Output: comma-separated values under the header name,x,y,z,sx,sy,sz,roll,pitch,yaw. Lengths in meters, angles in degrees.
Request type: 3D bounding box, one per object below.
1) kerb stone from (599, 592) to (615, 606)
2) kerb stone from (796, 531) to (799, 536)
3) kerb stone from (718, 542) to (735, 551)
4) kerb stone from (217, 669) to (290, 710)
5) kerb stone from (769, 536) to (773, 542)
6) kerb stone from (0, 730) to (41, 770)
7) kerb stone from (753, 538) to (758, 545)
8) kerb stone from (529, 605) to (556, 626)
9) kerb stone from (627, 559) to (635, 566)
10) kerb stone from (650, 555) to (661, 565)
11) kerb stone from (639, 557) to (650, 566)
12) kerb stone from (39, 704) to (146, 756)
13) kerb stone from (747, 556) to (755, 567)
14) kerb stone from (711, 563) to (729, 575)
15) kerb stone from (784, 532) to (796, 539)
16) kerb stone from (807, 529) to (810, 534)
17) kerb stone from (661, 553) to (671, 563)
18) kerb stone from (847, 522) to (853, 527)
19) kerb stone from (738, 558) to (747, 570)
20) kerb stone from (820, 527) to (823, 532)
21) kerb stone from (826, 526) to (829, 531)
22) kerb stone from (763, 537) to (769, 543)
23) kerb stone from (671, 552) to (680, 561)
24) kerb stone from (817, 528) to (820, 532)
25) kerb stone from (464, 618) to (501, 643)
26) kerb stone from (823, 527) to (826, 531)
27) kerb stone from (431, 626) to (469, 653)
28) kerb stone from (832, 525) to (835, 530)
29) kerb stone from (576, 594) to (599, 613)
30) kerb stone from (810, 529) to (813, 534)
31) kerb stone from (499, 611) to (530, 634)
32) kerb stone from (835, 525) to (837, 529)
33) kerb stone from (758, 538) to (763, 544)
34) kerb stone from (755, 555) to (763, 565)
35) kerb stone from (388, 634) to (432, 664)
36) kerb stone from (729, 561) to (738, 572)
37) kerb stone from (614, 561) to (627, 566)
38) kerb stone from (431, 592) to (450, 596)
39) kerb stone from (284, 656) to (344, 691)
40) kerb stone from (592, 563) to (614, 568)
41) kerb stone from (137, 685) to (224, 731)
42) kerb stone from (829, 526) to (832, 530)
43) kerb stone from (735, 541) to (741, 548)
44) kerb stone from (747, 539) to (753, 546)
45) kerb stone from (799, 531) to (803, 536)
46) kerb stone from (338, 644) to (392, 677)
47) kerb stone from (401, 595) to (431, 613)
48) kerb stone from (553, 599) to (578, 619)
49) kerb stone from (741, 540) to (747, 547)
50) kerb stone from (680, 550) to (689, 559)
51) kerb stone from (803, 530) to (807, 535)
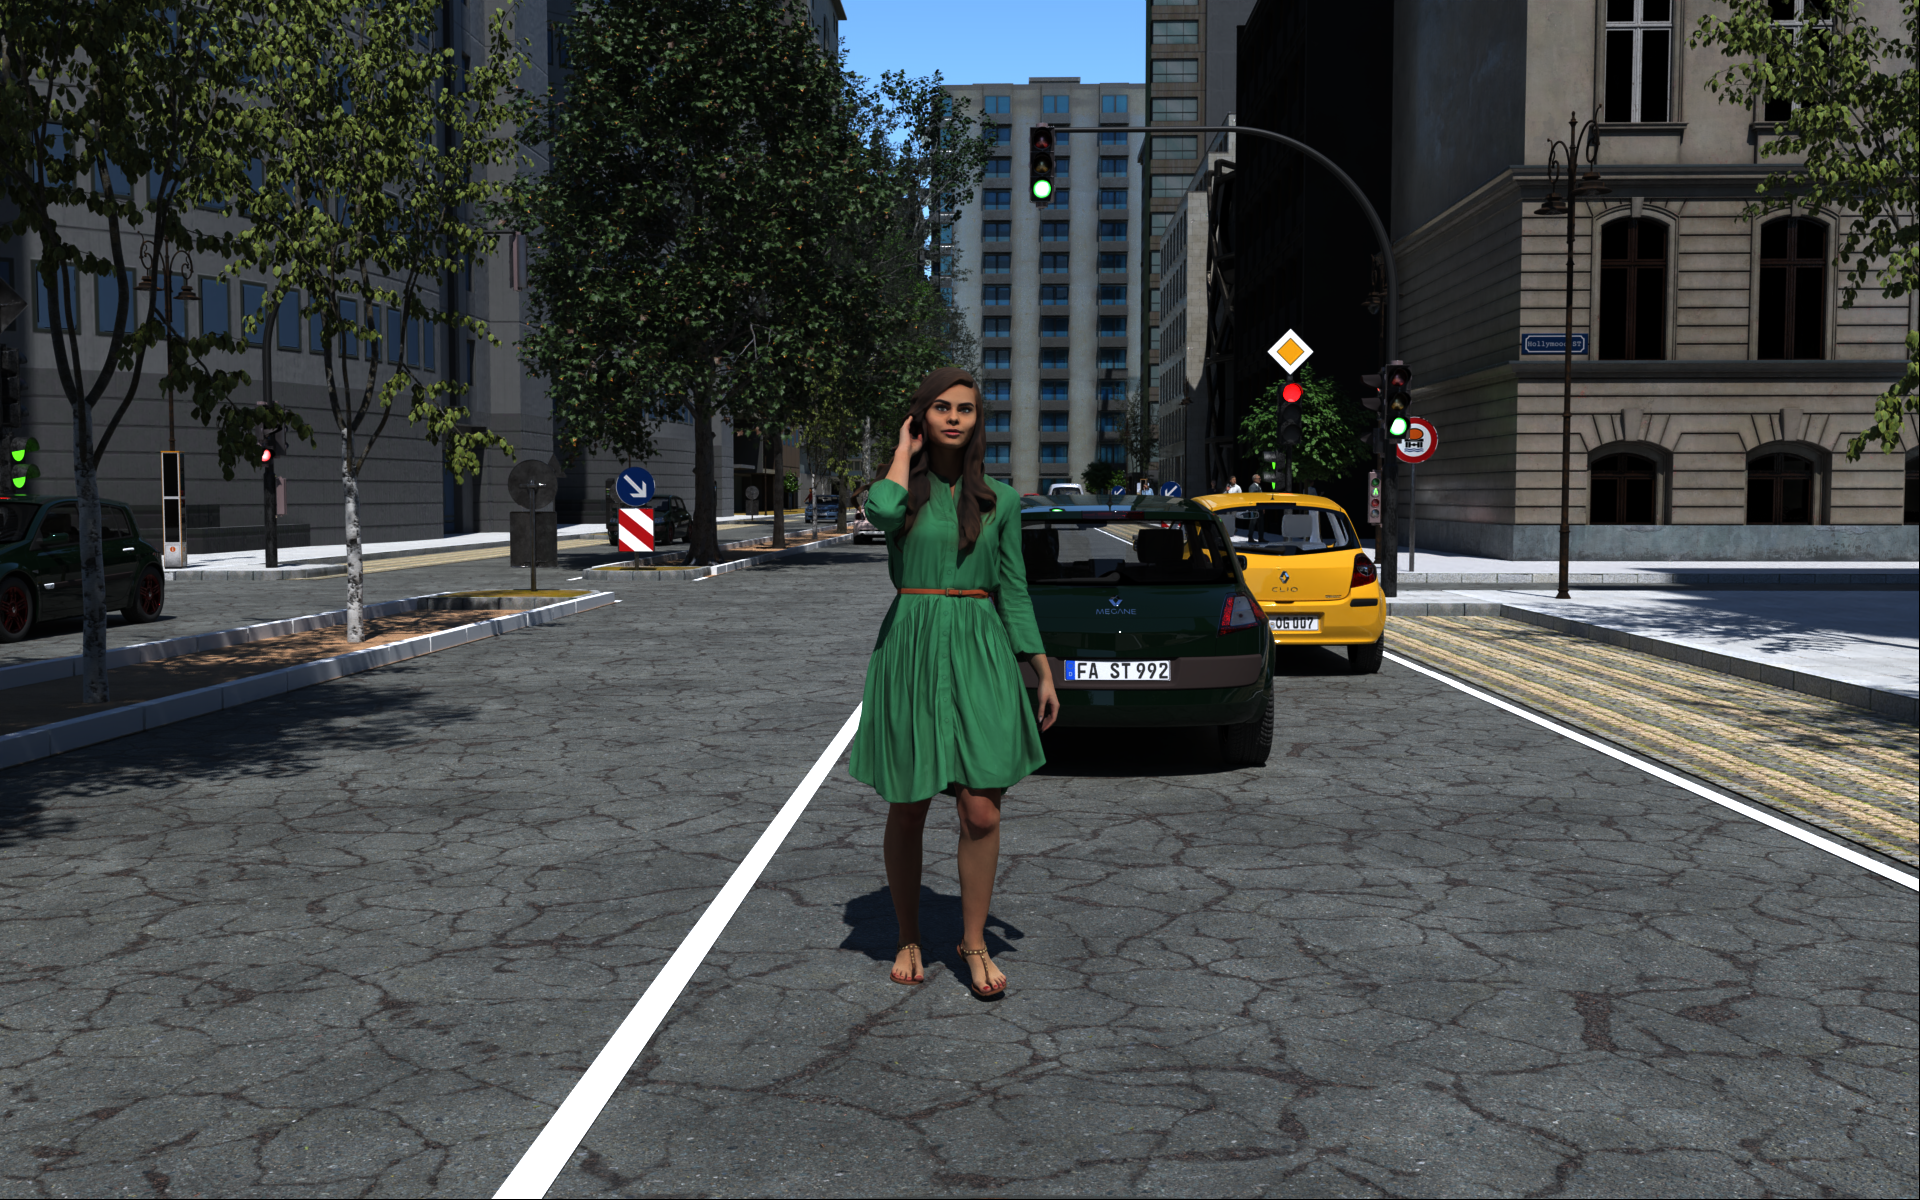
name,x,y,z,sx,sy,sz,roll,pitch,yaw
kerb stone,-4.613,0.001,22.255,0.120,0.150,1.000,0,4,2
kerb stone,-5.559,-2.171,57.698,0.120,0.150,1.000,0,4,2
kerb stone,-5.981,-1.356,44.362,0.120,0.150,1.000,0,4,2
kerb stone,-4.932,0.624,11.999,0.120,0.150,1.000,0,4,2
kerb stone,-5.755,-1.794,51.537,0.120,0.150,1.000,0,4,2
kerb stone,-5.036,0.811,8.935,0.120,0.150,1.000,0,4,2
kerb stone,-5.857,-1.607,48.464,0.120,0.150,1.000,0,4,2
kerb stone,-4.698,0.187,19.171,0.120,0.150,1.000,0,4,2
kerb stone,-6.350,-0.661,33.087,0.120,0.150,1.000,0,4,2
kerb stone,-6.283,-0.792,35.139,0.120,0.150,1.000,0,4,2
kerb stone,-6.320,-0.729,34.114,0.120,0.150,1.000,0,4,2
kerb stone,-5.009,0.749,9.957,0.120,0.150,1.000,0,4,2
kerb stone,-4.218,-0.725,34.055,0.120,0.150,1.000,0,4,2
kerb stone,-4.322,-0.537,30.976,0.120,0.150,1.000,0,4,2
kerb stone,-5.587,-2.109,56.670,0.120,0.150,1.000,0,4,2
kerb stone,-5.461,-2.359,60.769,0.120,0.150,1.000,0,4,2
kerb stone,-6.253,-0.854,36.165,0.120,0.150,1.000,0,4,2
kerb stone,-4.892,-3.424,78.176,0.120,0.150,1.000,0,4,2
kerb stone,-4.252,-0.660,33.021,0.120,0.150,1.000,0,4,2
kerb stone,-5.327,-2.609,64.859,0.120,0.150,1.000,0,4,2
kerb stone,-5.257,-2.732,66.916,0.120,0.150,1.000,0,4,2
kerb stone,-5.790,-1.732,50.509,0.120,0.150,1.000,0,4,2
kerb stone,-6.223,-0.917,37.190,0.120,0.150,1.000,0,4,2
kerb stone,-5.362,-2.547,63.837,0.120,0.150,1.000,0,4,2
kerb stone,-4.774,0.311,17.119,0.120,0.150,1.000,0,4,2
kerb stone,-5.293,-2.673,65.895,0.120,0.150,1.000,0,4,2
kerb stone,-4.805,0.376,16.092,0.120,0.150,1.000,0,4,2
kerb stone,-5.189,-2.861,68.969,0.120,0.150,1.000,0,4,2
kerb stone,-4.636,0.059,21.229,0.120,0.150,1.000,0,4,2
kerb stone,-5.422,-2.422,61.790,0.120,0.150,1.000,0,4,2
kerb stone,-4.737,0.250,18.141,0.120,0.150,1.000,0,4,2
kerb stone,-5.156,-2.923,69.994,0.120,0.150,1.000,0,4,2
kerb stone,-5.825,-1.669,49.485,0.120,0.150,1.000,0,4,2
kerb stone,-4.182,-0.788,35.077,0.120,0.150,1.000,0,4,2
kerb stone,-4.843,0.437,15.069,0.120,0.150,1.000,0,4,2
kerb stone,-4.282,-0.600,31.999,0.120,0.150,1.000,0,4,2
kerb stone,-6.385,-0.603,32.065,0.120,0.150,1.000,0,4,2
kerb stone,-6.703,0.001,22.249,0.120,0.150,1.000,0,4,2
kerb stone,-4.904,0.561,13.025,0.120,0.150,1.000,0,4,2
kerb stone,-6.417,-0.541,31.043,0.120,0.150,1.000,0,4,2
kerb stone,-4.969,0.686,10.978,0.120,0.150,1.000,0,4,2
kerb stone,-5.225,-2.798,67.938,0.120,0.150,1.000,0,4,2
kerb stone,-5.952,-1.418,45.384,0.120,0.150,1.000,0,4,2
kerb stone,-5.888,-1.544,47.440,0.120,0.150,1.000,0,4,2
kerb stone,-5.513,-2.230,58.719,0.120,0.150,1.000,0,4,2
kerb stone,-4.873,0.498,14.048,0.120,0.150,1.000,0,4,2
kerb stone,-6.742,0.060,21.227,0.120,0.150,1.000,0,4,2
kerb stone,-4.672,0.124,20.208,0.120,0.150,1.000,0,4,2
kerb stone,-5.919,-1.478,46.417,0.120,0.150,1.000,0,4,2
kerb stone,-6.192,-0.980,38.225,0.120,0.150,1.000,0,4,2
kerb stone,-5.494,-2.296,59.741,0.120,0.150,1.000,0,4,2
